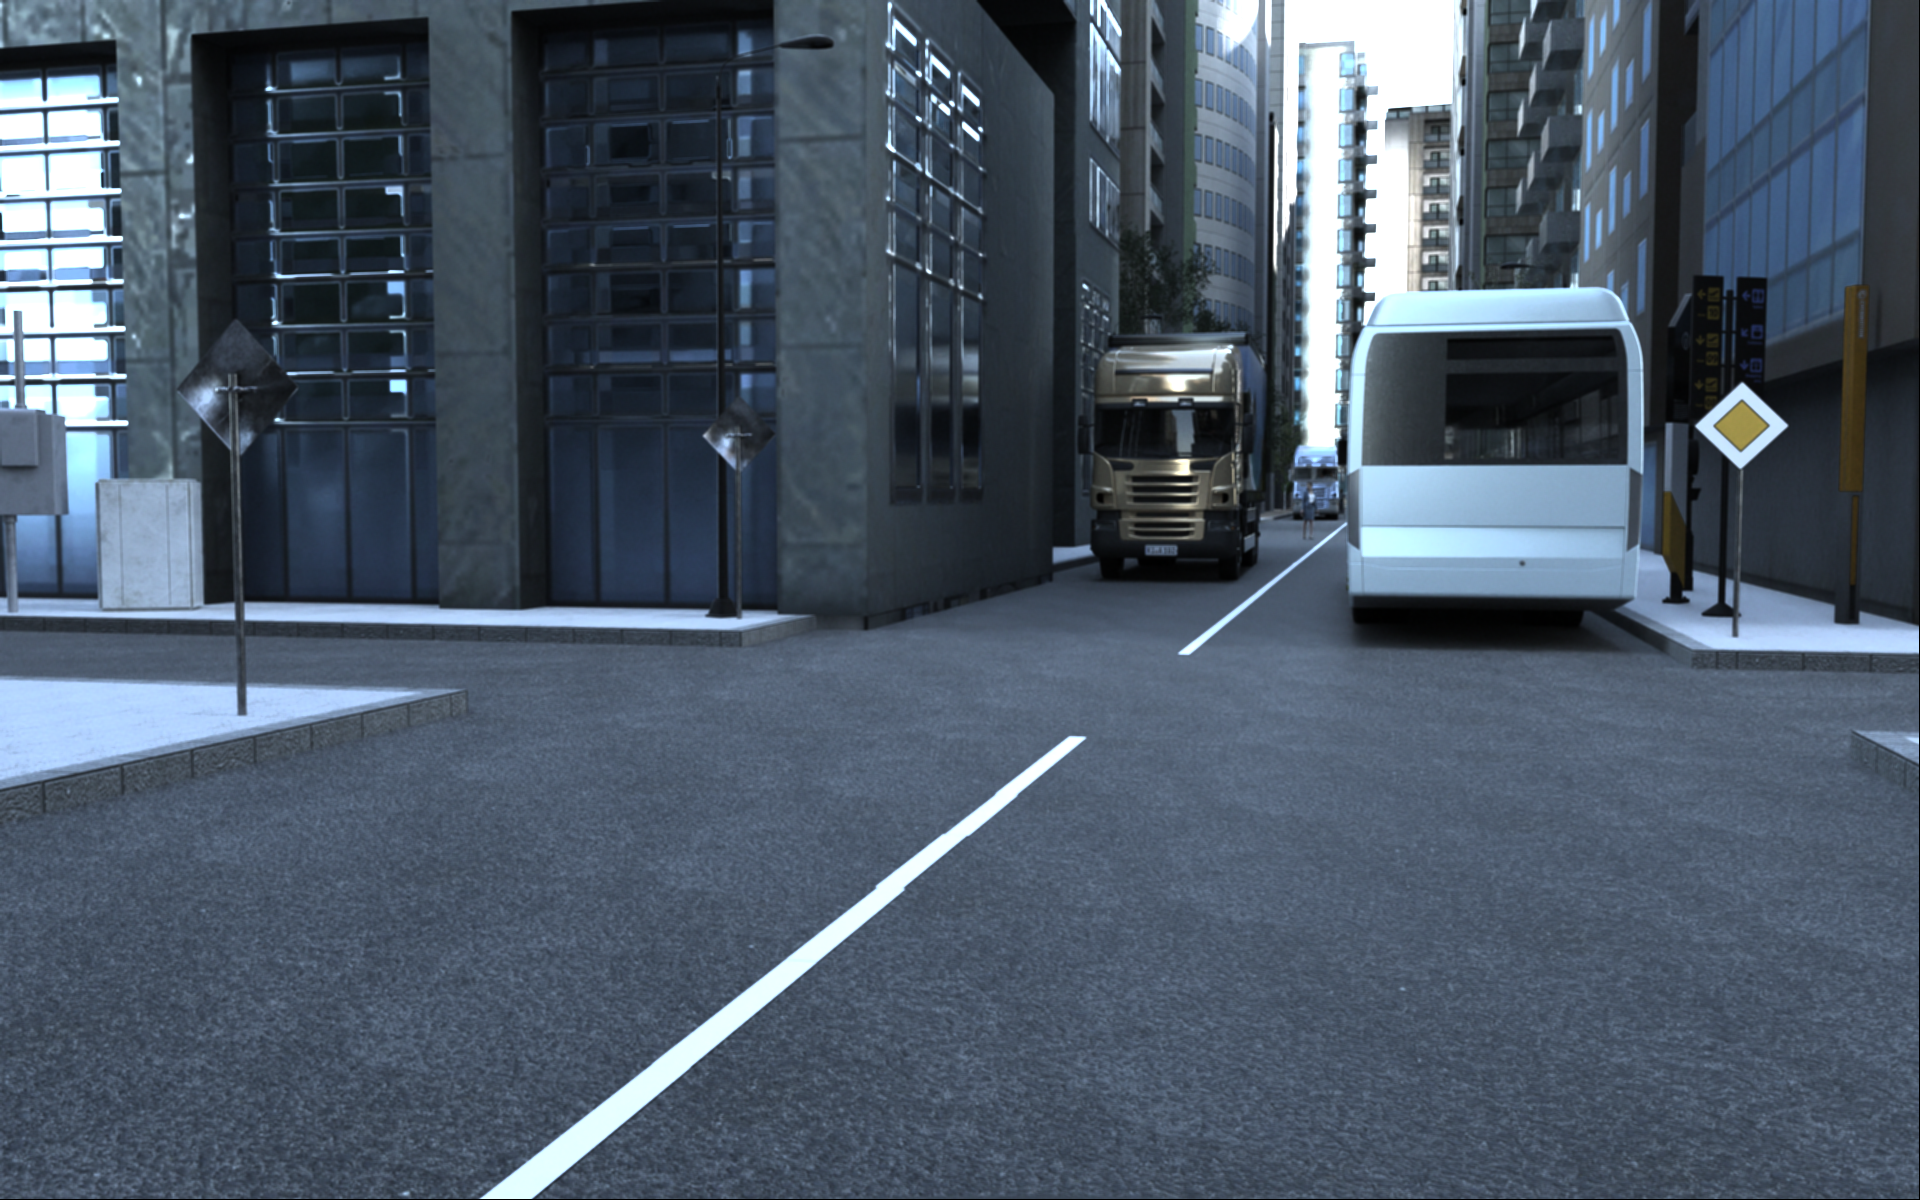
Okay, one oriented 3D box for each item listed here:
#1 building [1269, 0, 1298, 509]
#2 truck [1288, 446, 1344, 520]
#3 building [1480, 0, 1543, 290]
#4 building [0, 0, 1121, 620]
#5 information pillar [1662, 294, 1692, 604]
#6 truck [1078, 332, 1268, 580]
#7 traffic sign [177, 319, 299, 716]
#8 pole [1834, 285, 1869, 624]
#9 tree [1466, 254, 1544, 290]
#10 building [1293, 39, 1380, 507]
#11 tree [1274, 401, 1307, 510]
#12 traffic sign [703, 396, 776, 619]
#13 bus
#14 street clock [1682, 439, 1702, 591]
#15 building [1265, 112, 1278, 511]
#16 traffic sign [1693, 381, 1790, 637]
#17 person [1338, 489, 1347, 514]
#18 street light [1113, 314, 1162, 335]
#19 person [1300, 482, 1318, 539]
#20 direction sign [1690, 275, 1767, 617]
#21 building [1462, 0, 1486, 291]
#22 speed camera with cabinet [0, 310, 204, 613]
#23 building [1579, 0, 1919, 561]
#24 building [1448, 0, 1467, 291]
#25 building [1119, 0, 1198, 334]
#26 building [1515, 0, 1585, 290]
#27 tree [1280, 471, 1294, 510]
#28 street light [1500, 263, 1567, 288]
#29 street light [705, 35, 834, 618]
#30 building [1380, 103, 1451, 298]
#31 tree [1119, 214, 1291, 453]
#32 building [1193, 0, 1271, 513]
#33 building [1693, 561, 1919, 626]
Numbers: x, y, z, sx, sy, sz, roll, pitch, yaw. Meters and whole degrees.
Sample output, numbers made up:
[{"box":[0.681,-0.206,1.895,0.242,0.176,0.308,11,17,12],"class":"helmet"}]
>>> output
[{"box":[19.389,-43.868,155.493,20.611,71.187,20.563,1,4,14],"class":"building"},{"box":[21.071,-6.890,102.410,2.967,4.110,18.799,1,4,12],"class":"truck"},{"box":[36.505,-19.926,97.497,14.160,30.474,14.107,1,4,14],"class":"building"},{"box":[-8.137,-44.071,33.232,22.319,86.520,31.000,1,4,14],"class":"building"},{"box":[8.387,-1.768,20.256,0.183,3.616,0.504,3,5,44],"class":"information pillar"},{"box":[4.283,-2.667,32.511,2.839,4.237,11.283,1,4,12],"class":"truck"},{"box":[-4.162,-0.388,9.985,0.795,2.450,0.064,1,4,14],"class":"traffic sign"},{"box":[8.777,-1.419,17.043,0.158,3.312,0.155,0,3,0],"class":"pole"},{"box":[17.123,-6.290,53.196,4.360,8.622,3.978,0,3,0],"class":"tree"},{"box":[29.084,-34.632,185.834,30.456,49.044,23.786,1,4,14],"class":"building"},{"box":[25.549,-11.395,136.678,4.737,8.622,4.395,0,3,0],"class":"tree"},{"box":[-2.266,-0.862,17.743,0.795,2.450,0.064,1,4,14],"class":"traffic sign"},{"box":[6.270,-1.666,22.097,2.948,3.499,13.247,1,4,13],"class":"bus"},{"box":[9.647,-1.127,22.998,0.358,2.002,0.471,1,4,17],"class":"street clock"},{"box":[15.673,-21.735,127.076,14.160,30.474,14.107,1,4,14],"class":"building"},{"box":[6.953,-0.724,15.476,0.795,2.450,0.064,1,4,14],"class":"traffic sign"},{"box":[27.970,-7.253,127.163,0.705,1.814,1.350,-3,5,-43],"class":"person"},{"box":[4.542,-4.435,45.049,1.470,5.913,1.316,1,4,14],"class":"street light"},{"box":[11.127,-2.855,55.195,0.581,1.822,0.654,0,4,3],"class":"person"},{"box":[8.015,-1.598,18.127,0.876,3.537,0.379,-1,4,-15],"class":"direction sign"},{"box":[44.993,-35.149,116.691,21.231,58.520,28.212,1,4,14],"class":"building"},{"box":[-9.488,-1.510,19.025,2.038,3.252,0.660,-1,4,-13],"class":"speed camera with cabinet"},{"box":[22.703,-23.846,39.998,14.600,45.320,14.200,1,4,14],"class":"building"},{"box":[54.796,-33.878,143.139,28.713,52.752,27.495,1,4,14],"class":"building"},{"box":[2.247,-23.807,72.845,14.154,41.232,14.086,1,4,14],"class":"building"},{"box":[34.322,-27.438,68.214,23.786,49.044,30.456,1,4,14],"class":"building"},{"box":[26.596,-8.936,140.704,1.663,3.219,1.824,0,3,0],"class":"tree"},{"box":[11.540,-3.809,34.818,1.470,5.913,1.316,1,4,14],"class":"street light"},{"box":[-1.955,-2.769,17.813,1.470,5.913,1.316,1,4,14],"class":"street light"},{"box":[49.808,-30.099,175.717,14.086,41.232,14.154,1,4,14],"class":"building"},{"box":[6.166,-7.591,58.529,7.601,10.594,8.767,-1,4,-9],"class":"tree"},{"box":[7.466,-34.509,106.219,21.231,58.520,28.212,1,4,14],"class":"building"},{"box":[17.243,-22.599,19.605,14.200,45.320,14.600,1,4,14],"class":"building"}]
